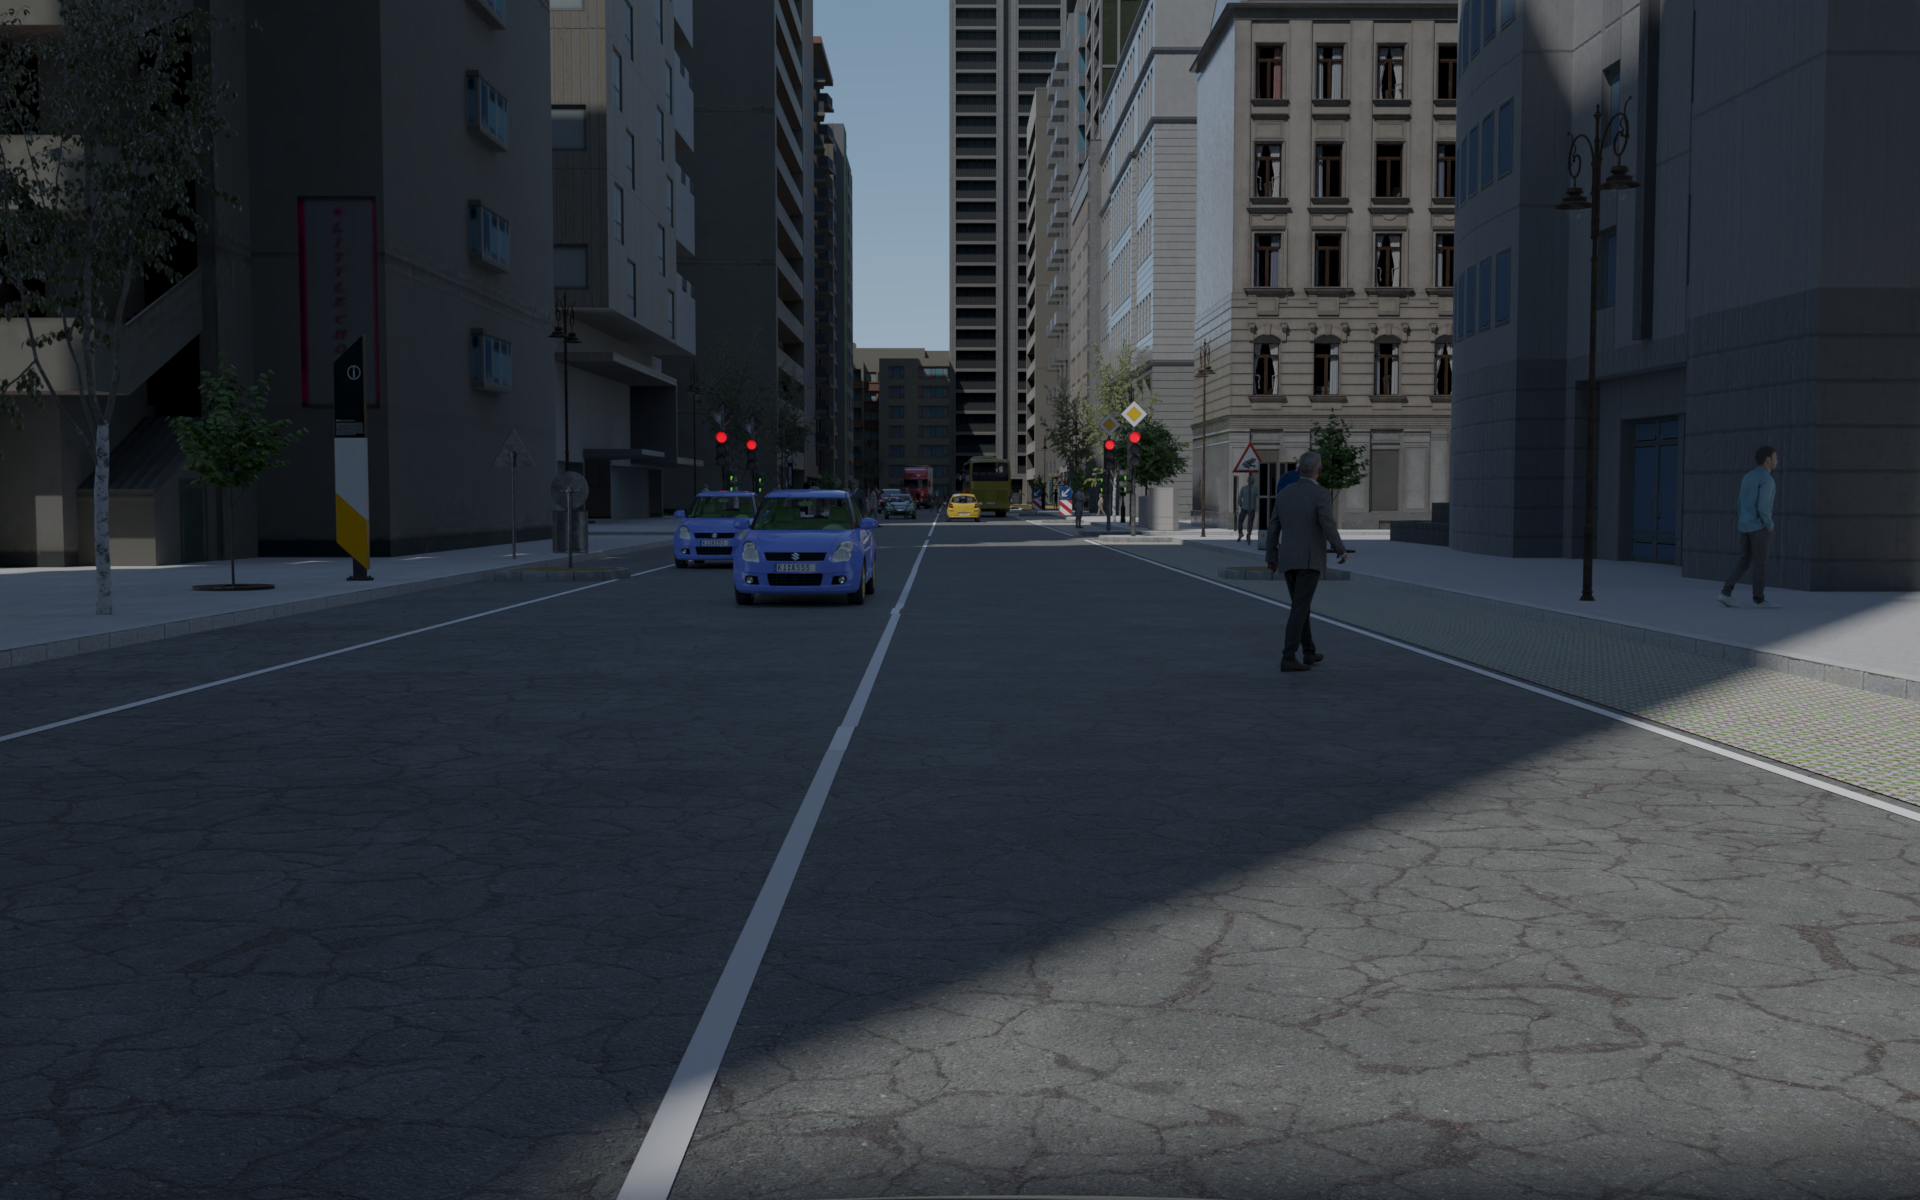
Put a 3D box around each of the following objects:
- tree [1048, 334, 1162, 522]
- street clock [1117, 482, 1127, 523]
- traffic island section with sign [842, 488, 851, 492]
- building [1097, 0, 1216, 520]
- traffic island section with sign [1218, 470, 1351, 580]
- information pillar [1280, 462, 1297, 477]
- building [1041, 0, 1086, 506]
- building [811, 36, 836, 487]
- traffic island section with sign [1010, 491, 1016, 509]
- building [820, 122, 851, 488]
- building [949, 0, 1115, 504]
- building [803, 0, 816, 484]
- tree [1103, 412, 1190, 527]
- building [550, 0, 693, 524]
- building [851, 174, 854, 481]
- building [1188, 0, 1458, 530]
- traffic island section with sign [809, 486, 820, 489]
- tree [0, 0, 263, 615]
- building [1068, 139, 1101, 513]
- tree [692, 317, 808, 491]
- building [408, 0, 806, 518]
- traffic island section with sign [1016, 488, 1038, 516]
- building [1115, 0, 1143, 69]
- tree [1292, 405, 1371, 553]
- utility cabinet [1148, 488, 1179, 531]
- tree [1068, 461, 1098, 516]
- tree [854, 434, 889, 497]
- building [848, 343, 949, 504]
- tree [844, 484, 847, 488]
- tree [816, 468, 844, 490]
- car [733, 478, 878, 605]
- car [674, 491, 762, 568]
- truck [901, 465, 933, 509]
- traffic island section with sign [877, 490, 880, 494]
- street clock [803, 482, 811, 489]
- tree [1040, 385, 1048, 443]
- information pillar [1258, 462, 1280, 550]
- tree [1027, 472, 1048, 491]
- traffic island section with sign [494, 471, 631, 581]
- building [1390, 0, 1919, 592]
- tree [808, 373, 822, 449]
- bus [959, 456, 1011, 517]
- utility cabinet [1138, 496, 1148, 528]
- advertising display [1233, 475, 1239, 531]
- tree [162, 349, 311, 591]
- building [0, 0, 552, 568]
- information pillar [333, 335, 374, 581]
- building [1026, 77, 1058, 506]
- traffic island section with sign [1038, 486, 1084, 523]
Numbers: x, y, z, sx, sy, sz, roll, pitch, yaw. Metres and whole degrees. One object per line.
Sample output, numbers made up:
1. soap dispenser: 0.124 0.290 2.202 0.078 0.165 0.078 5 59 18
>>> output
1. tree: 7.231 -7.946 80.283 4.737 8.622 4.395 0 3 0
2. street clock: 7.249 -4.429 76.990 0.471 2.002 0.358 -1 4 -18
3. traffic island section with sign: -7.289 -6.323 112.011 1.989 1.847 2.006 0 4 0
4. building: 14.811 -19.732 100.103 11.434 29.767 29.804 0 4 0
5. traffic island section with sign: 5.450 -1.274 29.458 1.989 1.847 2.006 0 4 0
6. information pillar: 7.487 -2.144 39.550 0.304 2.012 0.304 -1 4 -20
7. building: 20.171 -33.805 172.326 23.786 49.044 30.456 0 4 0
8. building: -23.387 -31.156 164.027 22.147 44.769 28.867 0 4 0
9. traffic island section with sign: 4.453 -9.393 162.201 1.989 1.847 2.006 0 4 0
10. building: -19.497 -30.704 185.600 14.154 41.232 14.086 0 4 0
11. building: 8.878 -48.425 230.005 20.611 71.187 20.563 0 4 0
12. building: -19.381 -30.079 141.895 14.600 45.320 14.200 0 4 0
13. tree: 7.370 -5.207 68.842 4.285 4.588 4.351 0 3 0
14. building: -27.366 -30.027 80.182 28.713 52.752 27.495 0 4 0
15. building: -19.508 -31.634 200.804 14.086 41.232 14.154 0 4 0
16. building: 18.476 -13.276 66.207 18.267 20.994 9.793 0 4 0
17. traffic island section with sign: -7.082 -4.669 84.967 1.989 1.847 2.006 0 4 0
18. tree: -9.325 -4.159 18.362 4.360 8.622 3.978 0 3 0
19. building: 14.604 -18.817 125.673 12.078 24.808 19.932 0 4 0
20. tree: -9.255 -7.495 72.900 4.360 8.622 3.978 0 3 0
21. building: -21.672 -29.917 112.840 21.300 48.544 21.600 0 4 0
22. traffic island section with sign: 4.823 -6.323 112.002 1.989 1.847 2.006 0 4 0
23. building: 19.388 -43.297 146.158 20.563 71.187 20.611 0 4 0
24. tree: 8.049 -2.654 37.987 1.663 3.219 1.824 0 3 0
25. utility cabinet: 7.101 -3.164 60.414 0.318 1.500 1.173 -3 5 -41
26. tree: 6.999 -6.480 100.550 1.663 3.219 1.824 0 3 0
27. tree: -10.949 -16.006 212.053 4.360 8.622 3.978 0 3 0
28. building: -15.897 -23.801 234.190 28.899 21.520 27.650 0 4 0
29. tree: -9.974 -8.957 141.049 1.663 3.219 1.824 0 3 0
30. tree: -9.955 -8.169 128.162 1.663 3.219 1.824 0 3 0
31. car: -2.063 -0.855 23.574 1.945 1.707 3.694 0 4 0
32. car: -4.688 -1.534 34.673 1.945 1.707 3.694 0 4 -1
33. truck: -4.108 -11.051 169.601 2.839 4.237 11.283 0 4 2
34. traffic island section with sign: -7.862 -11.037 189.075 1.989 1.847 2.006 0 4 0
35. street clock: -9.450 -6.264 106.983 0.471 2.002 0.358 3 5 44
36. tree: 6.898 -9.590 107.167 4.737 8.622 4.395 0 3 0
37. information pillar: 7.002 -2.140 39.477 0.304 2.012 0.304 -3 5 -43
38. tree: 6.822 -9.387 148.085 1.663 3.219 1.824 0 3 0
39. traffic island section with sign: -6.671 -1.269 29.378 1.989 1.847 2.006 0 4 0
40. building: 21.558 -30.154 35.021 21.231 58.520 28.212 0 4 0
41. tree: -9.799 -8.976 97.112 4.360 8.622 3.978 0 3 0
42. bus: 1.618 -7.335 111.470 2.896 3.916 12.252 0 4 -2
43. utility cabinet: 7.075 -3.366 66.202 0.306 1.237 1.020 -1 4 -9
44. advertising display: 9.546 -3.346 59.919 0.123 1.923 0.974 1 4 13
45. tree: -9.911 -1.757 23.322 1.663 3.219 1.824 0 3 0
46. building: -22.054 -25.330 37.847 21.600 48.544 21.300 0 4 0
47. information pillar: -8.974 -2.093 25.577 0.504 3.616 0.183 0 4 7
48. building: 18.753 -35.144 198.310 21.300 48.544 21.600 0 4 0
49. traffic island section with sign: 5.026 -4.674 85.047 1.989 1.847 2.006 0 4 0
